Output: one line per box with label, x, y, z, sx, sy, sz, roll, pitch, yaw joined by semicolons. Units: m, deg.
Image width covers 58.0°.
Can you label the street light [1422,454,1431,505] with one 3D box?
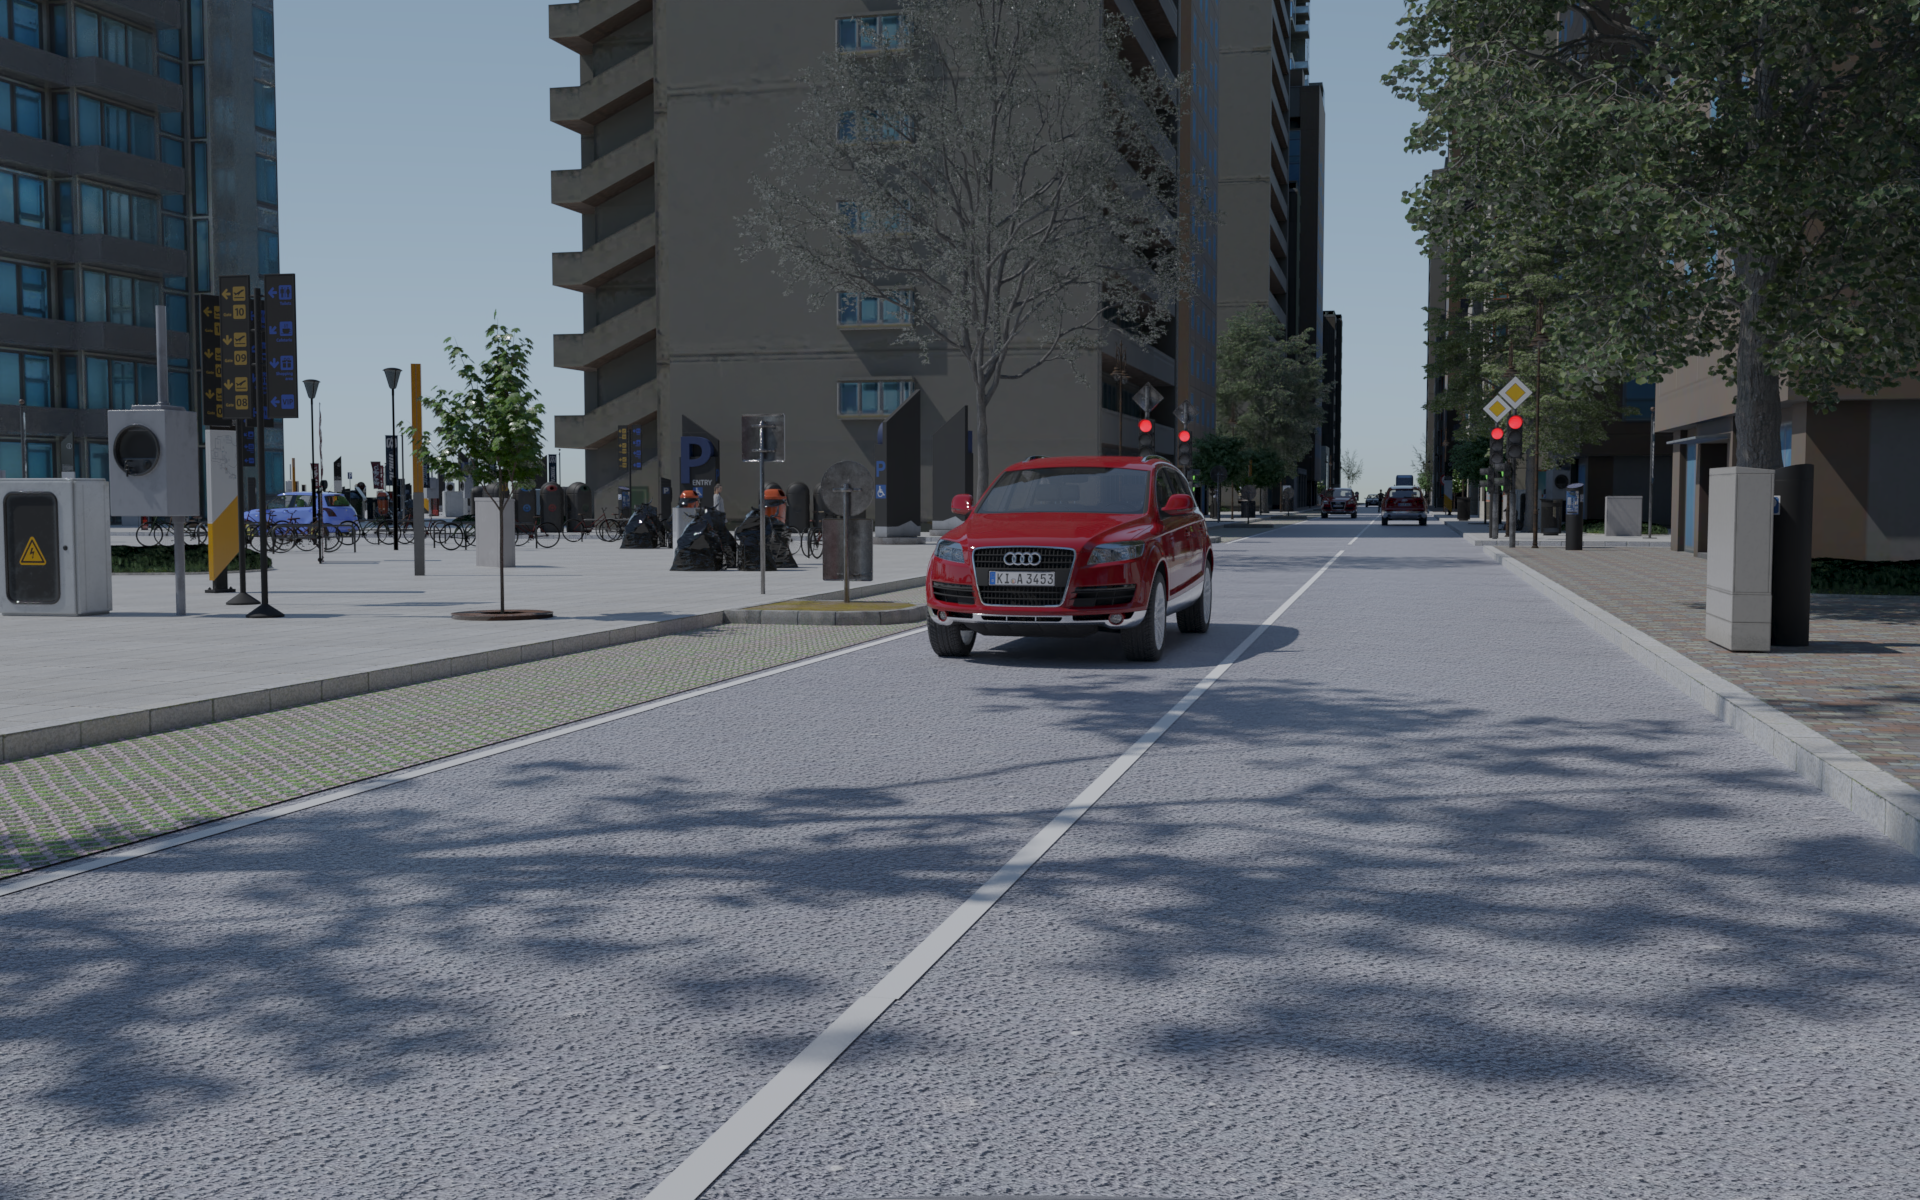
street light;55.819;-14.319;206.906;0.468;5.910;1.993;1;4;14

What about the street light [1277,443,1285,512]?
street light;22.608;-9.120;121.894;0.468;5.910;1.993;1;4;14

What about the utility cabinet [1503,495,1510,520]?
utility cabinet;26.747;-4.480;84.404;0.306;1.237;1.020;0;4;3

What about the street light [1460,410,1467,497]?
street light;25.218;-6.969;86.724;0.468;5.910;1.993;1;4;14

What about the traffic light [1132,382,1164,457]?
traffic light;4.714;-3.339;43.509;0.839;4.253;0.868;1;4;14

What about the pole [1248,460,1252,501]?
pole;17.263;-6.684;103.134;0.158;3.312;0.155;0;3;0

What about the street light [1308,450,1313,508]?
street light;32.546;-11.506;160.905;0.468;5.910;1.993;1;4;14

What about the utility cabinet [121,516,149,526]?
utility cabinet;-33.067;-3.564;69.436;1.020;1.237;0.306;0;4;6

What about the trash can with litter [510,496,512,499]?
trash can with litter;-29.514;-6.251;113.259;2.233;1.210;1.678;-1;4;-9

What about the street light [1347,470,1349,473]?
street light;61.744;-18.521;275.604;0.468;5.910;1.993;1;4;14

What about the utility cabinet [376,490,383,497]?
utility cabinet;-33.311;-5.549;99.403;0.318;1.500;1.173;-1;4;-22

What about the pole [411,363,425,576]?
pole;-8.505;-2.039;27.174;0.158;3.312;0.155;0;3;0

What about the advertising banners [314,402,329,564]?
advertising banners;-12.042;-2.227;32.605;0.090;3.025;2.074;-1;4;-18

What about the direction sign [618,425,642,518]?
direction sign;-10.834;-3.970;56.903;0.876;3.537;0.379;1;4;21

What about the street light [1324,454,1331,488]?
street light;41.233;-13.597;195.104;0.468;5.910;1.993;1;4;14

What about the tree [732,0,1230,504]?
tree;0.502;-7.695;36.176;12.009;13.543;11.850;0;3;0

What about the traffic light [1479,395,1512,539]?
traffic light;15.181;-3.681;49.108;0.839;4.253;0.868;1;4;14

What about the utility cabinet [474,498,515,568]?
utility cabinet;-8.206;-1.189;30.596;0.306;1.237;1.020;-3;5;-40

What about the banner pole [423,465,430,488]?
banner pole;-27.403;-6.008;88.255;0.863;3.779;0.401;0;4;1

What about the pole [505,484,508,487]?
pole;-20.374;-5.130;77.712;0.158;3.312;0.155;0;3;0

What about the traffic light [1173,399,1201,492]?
traffic light;6.686;-3.812;51.248;0.839;4.253;0.868;1;4;14

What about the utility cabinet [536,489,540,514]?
utility cabinet;-18.798;-4.247;78.114;1.173;1.500;0.318;0;4;7

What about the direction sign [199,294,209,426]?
direction sign;-8.337;-1.715;20.042;0.379;3.537;0.876;3;4;36

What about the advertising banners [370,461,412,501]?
advertising banners;-30.408;-5.897;92.601;2.074;3.025;0.090;-1;4;-21

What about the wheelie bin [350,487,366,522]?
wheelie bin;-27.507;-4.348;78.998;0.693;1.594;0.980;0;4;-5

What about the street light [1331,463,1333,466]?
street light;44.228;-14.310;206.757;0.468;5.910;1.993;1;4;14

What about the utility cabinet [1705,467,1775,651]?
utility cabinet;6.516;-0.354;14.465;0.318;1.500;1.173;1;4;14

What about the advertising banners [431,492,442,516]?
advertising banners;-30.252;-6.340;99.845;2.074;3.025;0.090;-3;5;-41

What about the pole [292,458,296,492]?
pole;-37.521;-6.344;97.565;0.158;3.312;0.155;0;3;0

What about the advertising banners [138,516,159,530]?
advertising banners;-28.949;-3.991;61.439;0.090;3.025;2.074;0;4;-1

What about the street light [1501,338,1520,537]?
street light;16.371;-4.821;51.614;0.468;5.910;1.993;1;4;14

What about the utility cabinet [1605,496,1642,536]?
utility cabinet;20.188;-2.541;52.709;1.020;1.237;0.306;1;4;9

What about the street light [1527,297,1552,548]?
street light;13.607;-4.160;40.801;0.468;5.910;1.993;1;4;14

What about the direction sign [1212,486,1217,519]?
direction sign;13.091;-5.905;88.546;0.379;3.537;0.876;1;4;22

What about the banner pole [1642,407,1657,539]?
banner pole;19.824;-3.645;49.608;0.401;3.779;0.863;1;4;16

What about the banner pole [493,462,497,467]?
banner pole;-23.848;-5.976;87.718;0.863;3.779;0.401;-2;4;-27

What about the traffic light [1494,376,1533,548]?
traffic light;13.209;-3.208;41.369;0.839;4.253;0.868;1;4;14

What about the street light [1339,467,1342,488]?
street light;52.960;-16.401;240.944;0.468;5.910;1.993;1;4;14

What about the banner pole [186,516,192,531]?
banner pole;-26.732;-4.280;59.995;0.401;3.779;0.863;-1;4;-11

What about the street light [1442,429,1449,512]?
street light;35.390;-9.396;126.408;0.468;5.910;1.993;1;4;14

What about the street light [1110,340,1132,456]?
street light;4.839;-4.854;52.144;0.468;5.910;1.993;1;4;14

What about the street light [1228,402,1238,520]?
street light;13.717;-6.990;87.069;0.468;5.910;1.993;1;4;14

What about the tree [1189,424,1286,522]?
tree;12.120;-5.952;81.036;4.285;4.588;4.351;0;3;0

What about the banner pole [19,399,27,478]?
banner pole;-24.888;-3.430;46.096;0.401;3.779;0.863;-1;4;-22

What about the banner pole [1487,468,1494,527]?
banner pole;20.860;-4.754;67.744;0.401;3.779;0.863;1;4;14

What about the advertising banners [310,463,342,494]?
advertising banners;-35.750;-6.228;98.014;0.090;3.025;2.074;3;5;45

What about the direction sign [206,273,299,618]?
direction sign;-7.243;-1.587;17.949;0.876;3.537;0.379;1;4;13

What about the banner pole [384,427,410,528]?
banner pole;-21.038;-4.567;64.694;0.863;3.779;0.401;-2;4;-31

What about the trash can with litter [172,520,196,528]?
trash can with litter;-29.286;-3.290;65.180;0.624;1.170;1.055;1;4;19

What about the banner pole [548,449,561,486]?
banner pole;-22.257;-6.444;95.383;0.863;3.779;0.401;-2;4;-26

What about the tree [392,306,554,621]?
tree;-4.743;-1.434;18.049;1.663;3.219;1.824;0;3;0

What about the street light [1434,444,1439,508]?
street light;44.145;-11.487;160.595;0.468;5.910;1.993;1;4;14
